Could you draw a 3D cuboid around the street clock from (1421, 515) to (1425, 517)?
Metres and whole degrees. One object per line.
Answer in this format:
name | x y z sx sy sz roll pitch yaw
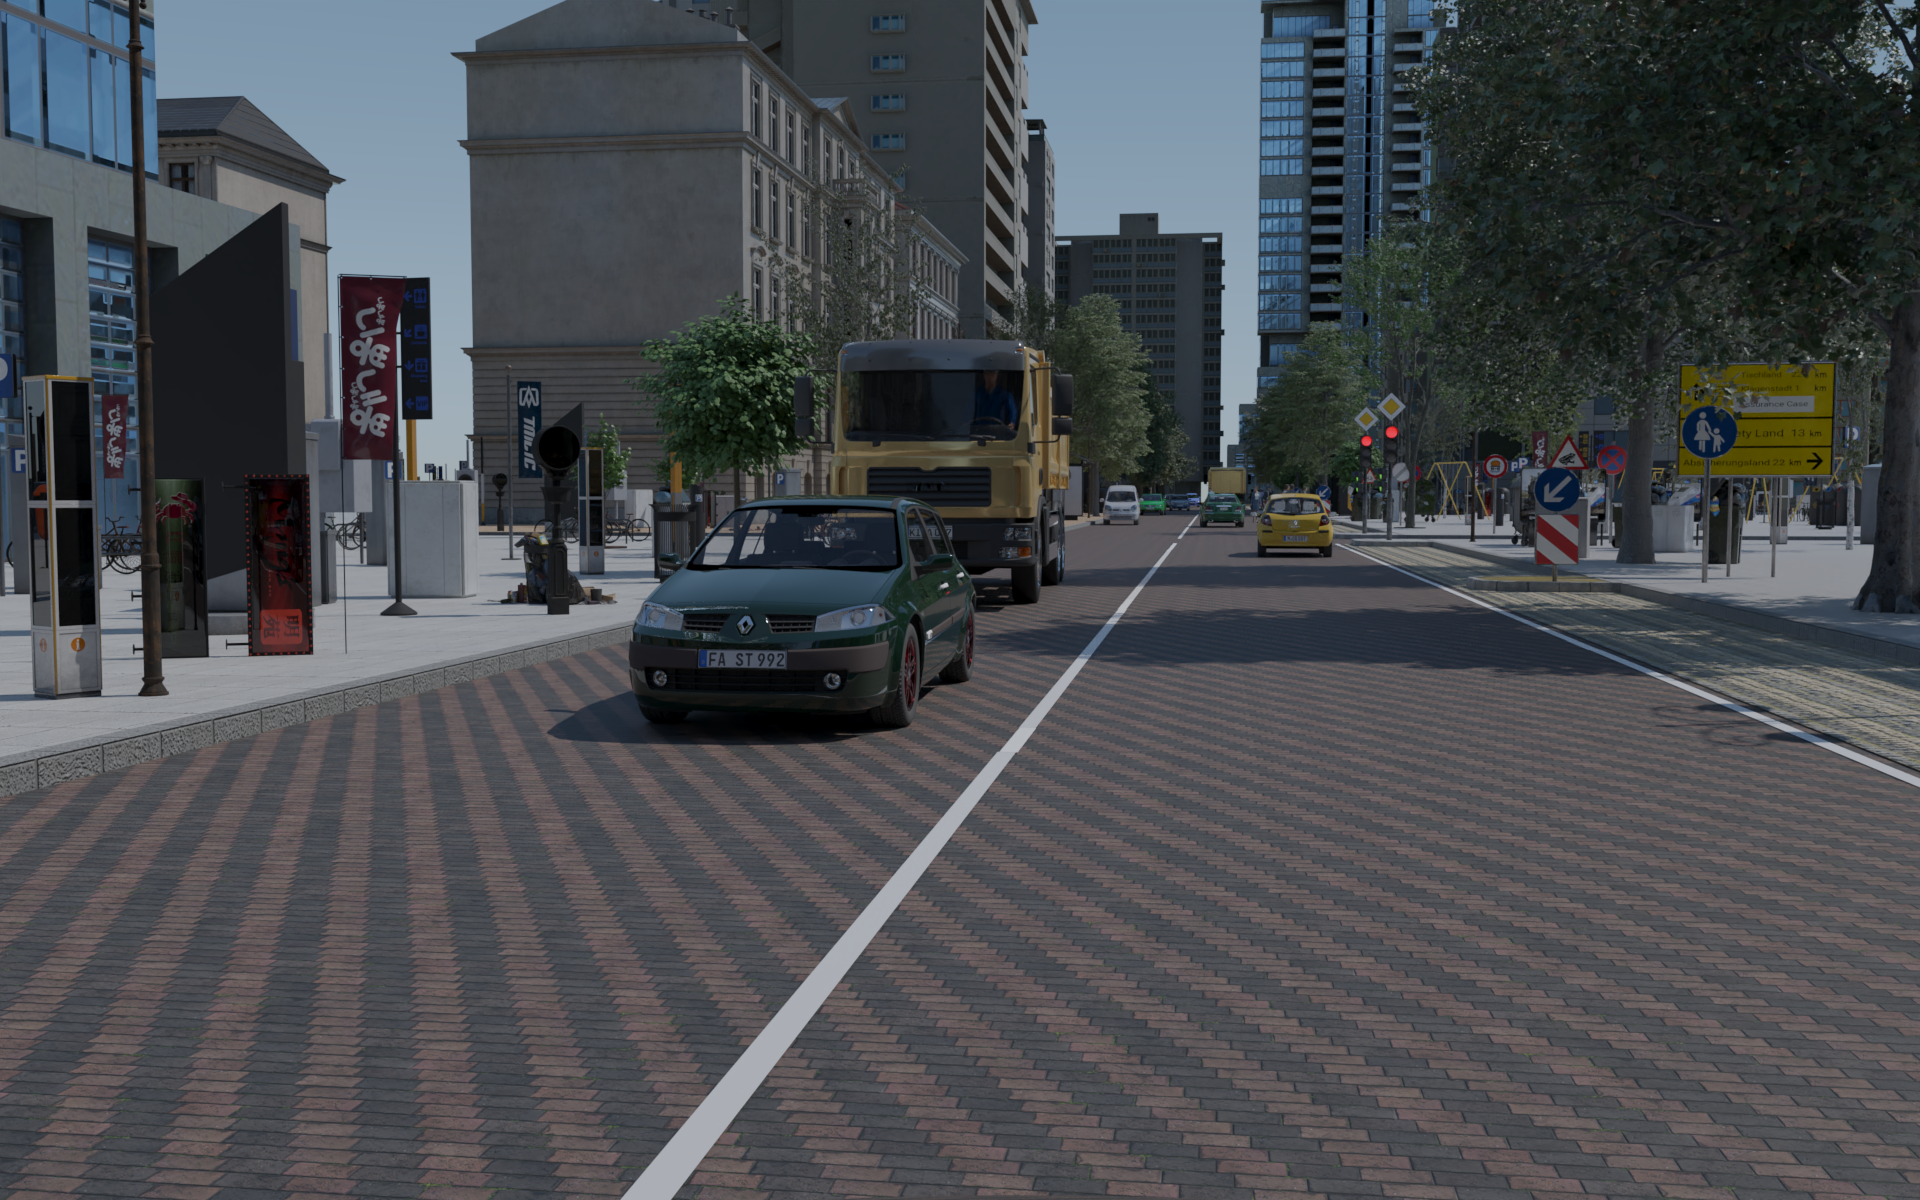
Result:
street clock | 25.993 -5.663 97.154 0.471 2.002 0.358 2 4 23

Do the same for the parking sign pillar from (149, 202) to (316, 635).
parking sign pillar | -6.877 -1.702 16.293 1.447 3.967 1.447 0 4 3

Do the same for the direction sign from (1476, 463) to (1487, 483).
direction sign | 37.620 -8.139 125.068 0.876 3.537 0.379 1 4 17

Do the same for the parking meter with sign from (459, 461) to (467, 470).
parking meter with sign | -25.098 -5.726 89.887 1.738 3.016 0.543 2 4 23

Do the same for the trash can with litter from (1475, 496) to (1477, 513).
trash can with litter | 35.473 -6.533 117.871 2.233 1.210 1.678 0 4 1

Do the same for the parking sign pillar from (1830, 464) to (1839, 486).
parking sign pillar | 55.713 -7.458 110.413 1.447 3.967 1.447 2 4 30

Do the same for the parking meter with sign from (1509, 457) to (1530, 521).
parking meter with sign | 26.374 -5.229 81.761 0.543 3.016 1.738 2 4 31

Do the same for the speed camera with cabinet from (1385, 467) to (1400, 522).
speed camera with cabinet | 19.859 -5.214 79.577 0.660 3.252 2.038 1 4 11

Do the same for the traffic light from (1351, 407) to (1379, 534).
traffic light | 13.060 -4.095 55.875 0.839 4.253 0.868 1 4 8

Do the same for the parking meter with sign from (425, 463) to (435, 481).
parking meter with sign | -30.329 -6.302 99.303 0.543 3.016 1.738 -1 4 -13

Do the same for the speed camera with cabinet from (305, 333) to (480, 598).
speed camera with cabinet | -7.080 -1.664 21.538 2.038 3.252 0.660 0 4 4

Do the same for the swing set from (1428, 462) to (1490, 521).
swing set | 24.067 -5.368 85.395 2.862 2.851 3.119 -1 4 -13

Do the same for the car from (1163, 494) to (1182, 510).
car | 19.174 -8.877 156.937 2.131 1.459 4.920 1 4 9

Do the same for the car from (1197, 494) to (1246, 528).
car | 11.437 -3.908 75.693 2.131 1.459 4.920 0 4 6

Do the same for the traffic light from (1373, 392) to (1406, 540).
traffic light | 11.897 -3.612 47.975 0.839 4.253 0.868 1 4 8

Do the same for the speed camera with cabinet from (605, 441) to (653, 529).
speed camera with cabinet | -12.455 -4.325 65.046 0.660 3.252 2.038 2 4 33

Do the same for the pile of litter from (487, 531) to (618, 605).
pile of litter | -4.825 -0.402 20.531 1.719 0.858 1.176 3 5 41

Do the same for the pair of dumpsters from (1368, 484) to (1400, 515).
pair of dumpsters | 24.789 -6.031 101.102 1.574 2.255 4.437 1 4 8

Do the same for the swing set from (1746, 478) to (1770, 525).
swing set | 32.607 -4.645 73.565 3.119 2.851 2.862 0 4 6

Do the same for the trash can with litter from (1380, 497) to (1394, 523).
trash can with litter | 19.041 -4.029 77.254 0.624 1.170 1.055 1 4 14

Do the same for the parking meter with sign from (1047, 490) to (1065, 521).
parking meter with sign | 4.411 -5.275 82.512 0.543 3.016 1.738 3 5 45

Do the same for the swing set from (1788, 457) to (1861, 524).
swing set | 37.493 -4.684 74.198 2.862 2.851 3.119 1 4 10

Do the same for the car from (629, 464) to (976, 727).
car | -0.952 -0.135 12.001 2.009 1.686 4.222 1 4 8

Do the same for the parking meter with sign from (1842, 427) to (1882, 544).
parking meter with sign | 23.378 -2.925 44.091 0.543 3.016 1.738 -2 4 -25

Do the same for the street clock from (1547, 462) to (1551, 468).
street clock | 13.590 -2.145 39.637 0.358 2.002 0.471 3 4 36

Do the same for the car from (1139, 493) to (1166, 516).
car | 12.918 -6.593 116.590 1.959 1.807 4.718 1 4 9

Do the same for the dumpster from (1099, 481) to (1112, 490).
dumpster | 10.357 -7.403 123.527 1.502 2.255 1.985 1 4 8

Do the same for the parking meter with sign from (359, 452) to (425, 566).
parking meter with sign | -10.392 -2.136 31.192 1.738 3.016 0.543 3 5 43

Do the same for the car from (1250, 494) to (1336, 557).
car | 7.852 -1.868 40.760 2.015 1.641 3.980 1 4 10

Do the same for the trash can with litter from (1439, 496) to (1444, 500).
trash can with litter | 32.682 -6.558 118.279 1.678 1.210 2.233 -3 4 -38

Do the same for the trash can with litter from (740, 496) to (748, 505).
trash can with litter | -7.361 -3.049 60.911 1.678 1.210 2.233 2 4 24

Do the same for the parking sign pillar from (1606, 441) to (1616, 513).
parking sign pillar | 32.735 -6.064 87.617 1.447 3.967 1.447 2 4 35

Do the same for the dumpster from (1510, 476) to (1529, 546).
dumpster | 14.537 -2.296 43.296 1.264 1.857 1.865 1 4 8

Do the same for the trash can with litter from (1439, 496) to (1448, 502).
trash can with litter | 30.751 -6.100 111.120 1.055 1.170 0.624 1 4 21

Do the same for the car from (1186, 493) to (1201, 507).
car | 25.269 -10.967 188.897 1.945 1.707 3.694 0 4 7

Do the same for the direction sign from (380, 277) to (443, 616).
direction sign | -5.955 -1.607 18.275 0.876 3.537 0.379 1 4 15

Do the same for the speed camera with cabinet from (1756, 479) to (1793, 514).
speed camera with cabinet | 51.470 -7.039 109.418 0.660 3.252 2.038 -3 5 -44

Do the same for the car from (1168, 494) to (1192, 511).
car | 18.802 -8.335 148.274 2.014 1.417 4.499 0 4 7

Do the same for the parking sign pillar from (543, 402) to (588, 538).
parking sign pillar | -11.605 -3.832 51.125 1.447 3.967 1.447 1 4 18

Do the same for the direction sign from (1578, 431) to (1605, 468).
direction sign | 22.644 -4.293 62.191 0.876 3.537 0.379 2 4 29

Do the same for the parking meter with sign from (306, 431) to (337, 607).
parking meter with sign | -7.493 -1.421 19.492 0.543 3.016 1.738 0 4 -4

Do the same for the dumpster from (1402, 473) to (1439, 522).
dumpster | 20.968 -4.680 79.005 1.502 2.255 1.985 1 4 8

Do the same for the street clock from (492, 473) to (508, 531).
street clock | -15.870 -3.377 59.779 0.471 2.002 0.358 -3 4 -38

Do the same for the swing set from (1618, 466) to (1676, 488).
swing set | 41.548 -6.589 105.349 3.119 2.851 2.862 -1 4 -19

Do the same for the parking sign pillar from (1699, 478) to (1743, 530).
parking sign pillar | 26.977 -4.455 61.308 1.447 3.967 1.447 0 4 4

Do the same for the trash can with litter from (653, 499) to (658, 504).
trash can with litter | -12.219 -3.614 70.482 1.055 1.170 0.624 0 4 -6

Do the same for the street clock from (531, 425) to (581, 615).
street clock | -4.283 -0.846 18.407 0.471 2.002 0.358 -2 4 -30

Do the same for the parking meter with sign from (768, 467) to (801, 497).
parking meter with sign | -4.846 -3.234 49.142 0.543 3.016 1.738 3 4 37

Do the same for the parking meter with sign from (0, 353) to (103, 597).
parking meter with sign | -11.863 -1.599 22.413 0.543 3.016 1.738 1 4 9
